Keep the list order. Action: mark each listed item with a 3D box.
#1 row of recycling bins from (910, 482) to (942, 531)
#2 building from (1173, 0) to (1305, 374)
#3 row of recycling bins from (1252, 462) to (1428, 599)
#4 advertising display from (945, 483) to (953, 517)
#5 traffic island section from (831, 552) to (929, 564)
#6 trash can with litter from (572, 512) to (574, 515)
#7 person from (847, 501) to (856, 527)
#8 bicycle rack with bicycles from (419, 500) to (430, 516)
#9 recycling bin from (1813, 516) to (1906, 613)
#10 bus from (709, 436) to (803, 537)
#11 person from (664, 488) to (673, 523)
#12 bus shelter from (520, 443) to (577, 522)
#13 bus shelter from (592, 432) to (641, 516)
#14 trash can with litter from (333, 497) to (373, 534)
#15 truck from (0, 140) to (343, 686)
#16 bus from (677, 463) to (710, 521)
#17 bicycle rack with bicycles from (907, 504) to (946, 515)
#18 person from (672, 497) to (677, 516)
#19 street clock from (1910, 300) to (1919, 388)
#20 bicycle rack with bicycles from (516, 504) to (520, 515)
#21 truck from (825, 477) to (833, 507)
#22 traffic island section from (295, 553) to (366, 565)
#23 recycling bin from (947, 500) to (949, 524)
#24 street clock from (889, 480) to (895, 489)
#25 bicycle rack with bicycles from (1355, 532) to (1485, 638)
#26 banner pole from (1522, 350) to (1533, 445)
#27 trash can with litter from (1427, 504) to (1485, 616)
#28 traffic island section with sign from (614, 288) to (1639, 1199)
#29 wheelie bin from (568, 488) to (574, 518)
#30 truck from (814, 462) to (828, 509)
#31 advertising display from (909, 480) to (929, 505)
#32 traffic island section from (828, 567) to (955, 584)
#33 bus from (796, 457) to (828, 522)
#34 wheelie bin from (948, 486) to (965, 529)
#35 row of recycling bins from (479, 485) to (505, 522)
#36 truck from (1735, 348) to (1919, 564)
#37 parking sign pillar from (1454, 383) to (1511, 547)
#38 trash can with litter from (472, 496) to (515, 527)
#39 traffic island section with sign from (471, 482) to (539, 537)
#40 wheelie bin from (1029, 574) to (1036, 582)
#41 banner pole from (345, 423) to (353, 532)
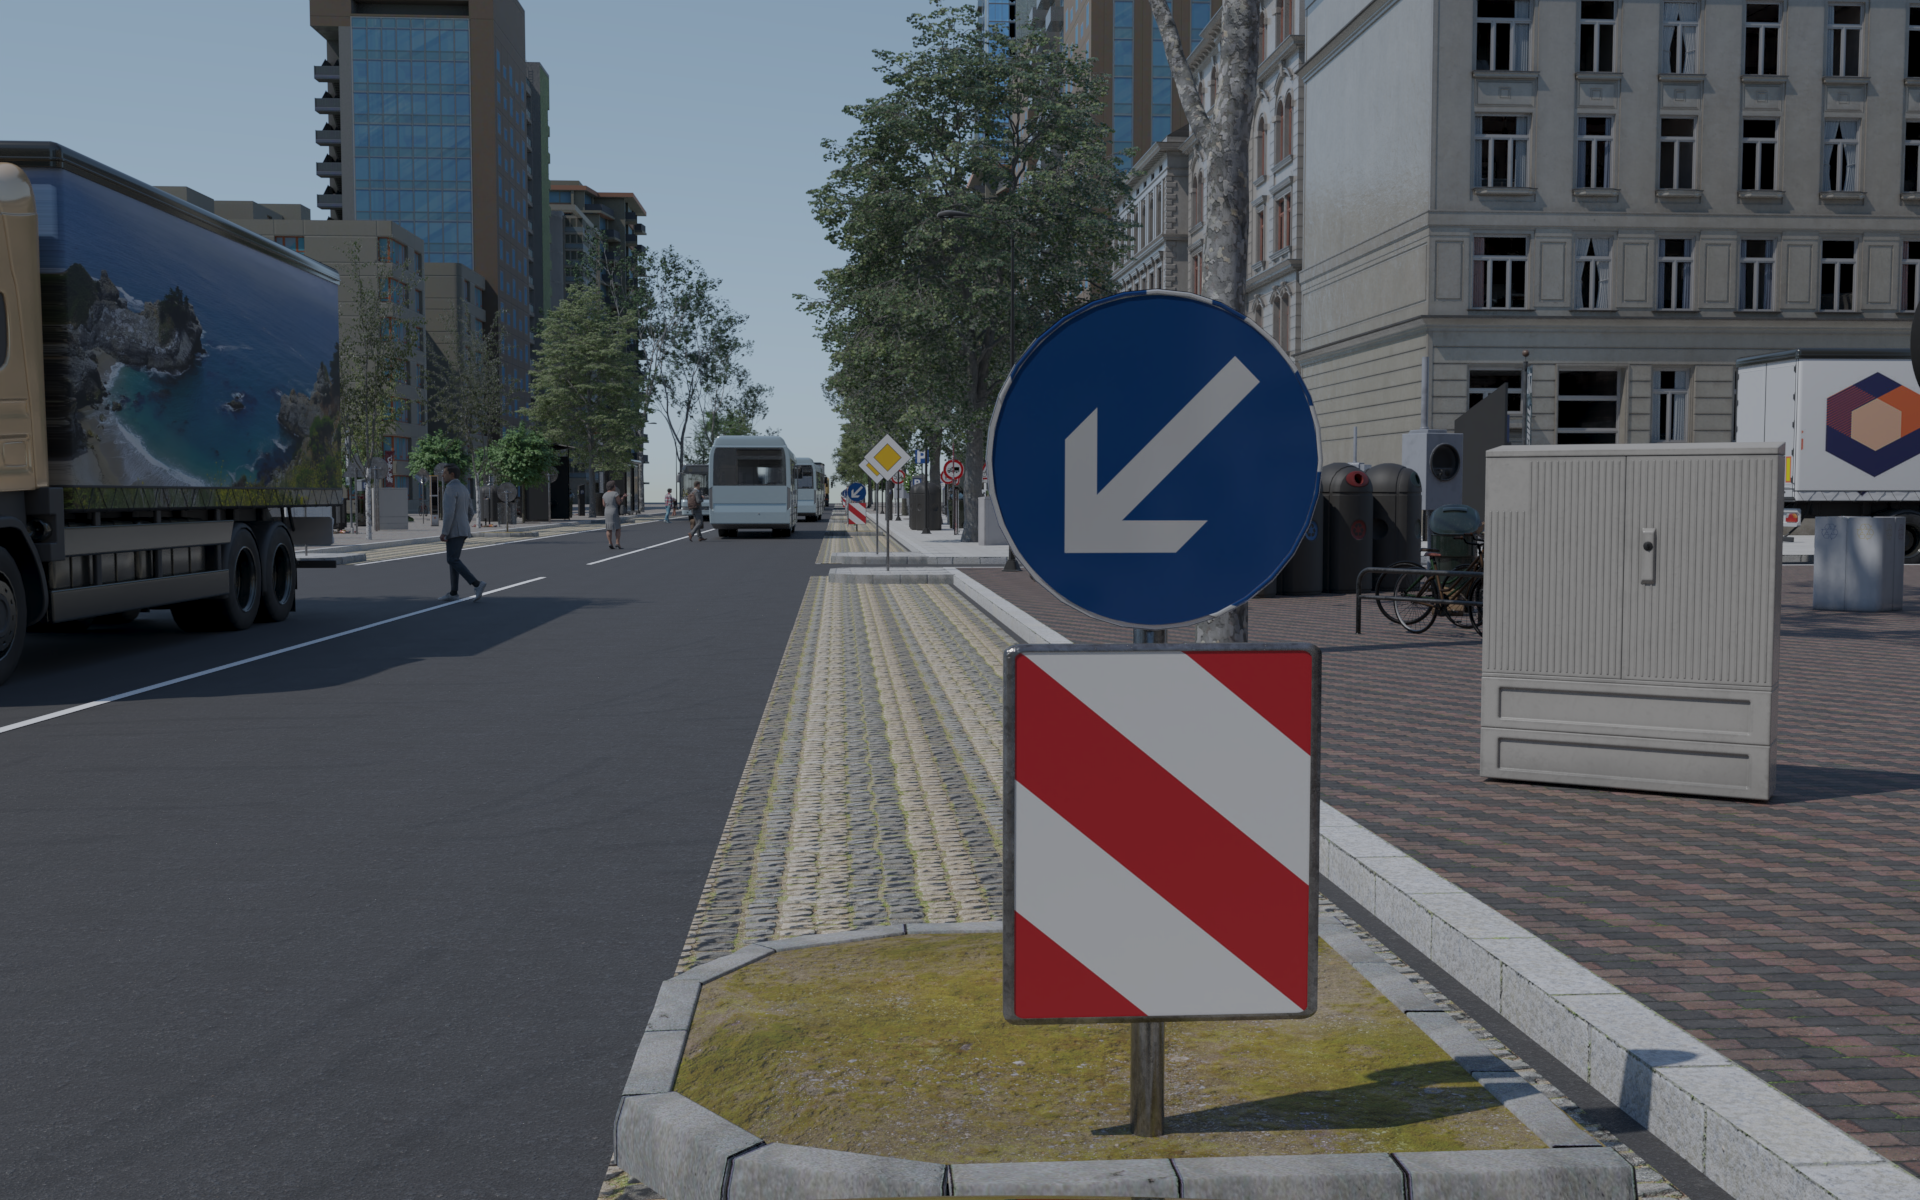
[{"bbox_3d":[-1.288,-3.364,62.109,1.069,1.692,3.534,0,4,-6],"label":"row of recycling bins"},{"bbox_3d":[19.013,-17.999,81.681,14.401,28.519,23.554,0,4,-4],"label":"building"},{"bbox_3d":[4.580,-0.934,22.385,3.534,1.692,1.069,-2,4,-35],"label":"row of recycling bins"},{"bbox_3d":[-0.596,-5.546,95.889,0.123,1.923,0.974,1,4,23],"label":"advertising display"},{"bbox_3d":[-1.736,-0.888,36.802,2.009,0.180,2.903,0,4,-4],"label":"traffic island section"},{"bbox_3d":[-23.353,-5.562,102.332,1.055,1.170,0.624,0,4,4],"label":"trash can with litter"},{"bbox_3d":[-4.608,-3.754,74.127,0.590,1.304,0.306,3,5,44],"label":"person"},{"bbox_3d":[-29.583,-5.249,99.207,2.852,0.926,2.925,-2,4,-28],"label":"bicycle rack with bicycles"},{"bbox_3d":[9.956,-0.405,19.183,0.722,1.027,0.722,-3,5,-43],"label":"recycling bin"},{"bbox_3d":[-7.122,-4.057,61.188,2.948,3.499,13.247,0,4,-4],"label":"bus"},{"bbox_3d":[-14.418,-4.659,85.514,0.643,1.720,0.563,-3,4,-36],"label":"person"},{"bbox_3d":[-19.579,-5.583,82.558,1.731,3.624,6.357,0,4,-4],"label":"bus shelter"},{"bbox_3d":[-20.827,-7.763,104.548,2.179,5.291,8.768,0,4,-4],"label":"bus shelter"},{"bbox_3d":[-20.189,-2.787,56.624,1.678,1.210,2.233,-2,4,-25],"label":"trash can with litter"},{"bbox_3d":[-8.512,-1.656,15.995,2.839,4.237,11.283,0,4,-4],"label":"truck"},{"bbox_3d":[-13.342,-6.127,95.043,2.948,3.499,13.247,0,4,-2],"label":"bus"},{"bbox_3d":[-2.031,-5.659,105.911,2.925,0.926,2.852,-1,4,-10],"label":"bicycle rack with bicycles"},{"bbox_3d":[-18.698,-6.157,112.348,0.628,1.438,0.799,1,4,8],"label":"person"},{"bbox_3d":[3.273,-0.060,5.546,0.471,2.002,0.358,-2,4,-26],"label":"street clock"},{"bbox_3d":[-22.152,-4.712,90.423,2.925,0.926,2.852,-1,4,-9],"label":"bicycle rack with bicycles"},{"bbox_3d":[-16.359,-12.456,199.579,3.469,3.379,9.791,0,4,-4],"label":"truck"},{"bbox_3d":[-13.599,-0.838,35.979,2.009,0.180,2.903,0,4,-4],"label":"traffic island section"},{"bbox_3d":[-0.096,-3.733,73.595,0.722,1.027,0.722,-1,4,-23],"label":"recycling bin"},{"bbox_3d":[-3.635,-5.250,90.412,0.358,2.002,0.471,3,5,41],"label":"street clock"},{"bbox_3d":[4.898,-0.153,15.879,2.852,0.926,2.925,-2,4,-35],"label":"bicycle rack with bicycles"},{"bbox_3d":[9.773,-2.439,29.889,0.401,3.779,0.863,0,4,8],"label":"banner pole"},{"bbox_3d":[5.342,-0.440,18.584,0.624,1.170,1.055,1,4,18],"label":"trash can with litter"},{"bbox_3d":[0.225,0.274,4.145,1.989,1.847,2.006,0,4,-4],"label":"traffic island section with sign"},{"bbox_3d":[-21.200,-5.220,93.253,0.980,1.594,0.693,-3,5,-40],"label":"wheelie bin"},{"bbox_3d":[-13.637,-10.331,157.823,2.839,4.237,11.283,0,4,-2],"label":"truck"},{"bbox_3d":[-1.923,-4.652,81.274,0.974,1.923,0.123,-2,4,-28],"label":"advertising display"},{"bbox_3d":[-1.179,-0.401,28.836,2.009,0.180,2.903,0,4,-4],"label":"traffic island section"},{"bbox_3d":[-8.799,-6.031,93.467,2.948,3.499,13.247,0,4,-3],"label":"bus"},{"bbox_3d":[-0.078,-3.462,64.508,0.693,1.594,0.980,-1,4,-21],"label":"wheelie bin"},{"bbox_3d":[-22.143,-4.552,81.535,1.069,1.692,3.534,-1,4,-23],"label":"row of recycling bins"},{"bbox_3d":[21.549,-2.798,34.660,11.283,4.237,2.839,0,4,-3],"label":"truck"},{"bbox_3d":[12.809,-3.304,42.490,1.447,3.967,1.447,3,5,40],"label":"parking sign pillar"},{"bbox_3d":[-18.393,-3.445,67.386,1.678,1.210,2.233,-2,4,-31],"label":"trash can with litter"},{"bbox_3d":[-15.149,-3.008,57.802,1.989,1.847,2.006,0,4,-4],"label":"traffic island section with sign"},{"bbox_3d":[1.392,-1.059,25.216,0.693,1.594,0.980,-1,4,-20],"label":"wheelie bin"},{"bbox_3d":[-20.945,-4.240,59.343,0.401,3.779,0.863,-2,4,-34],"label":"banner pole"}]
